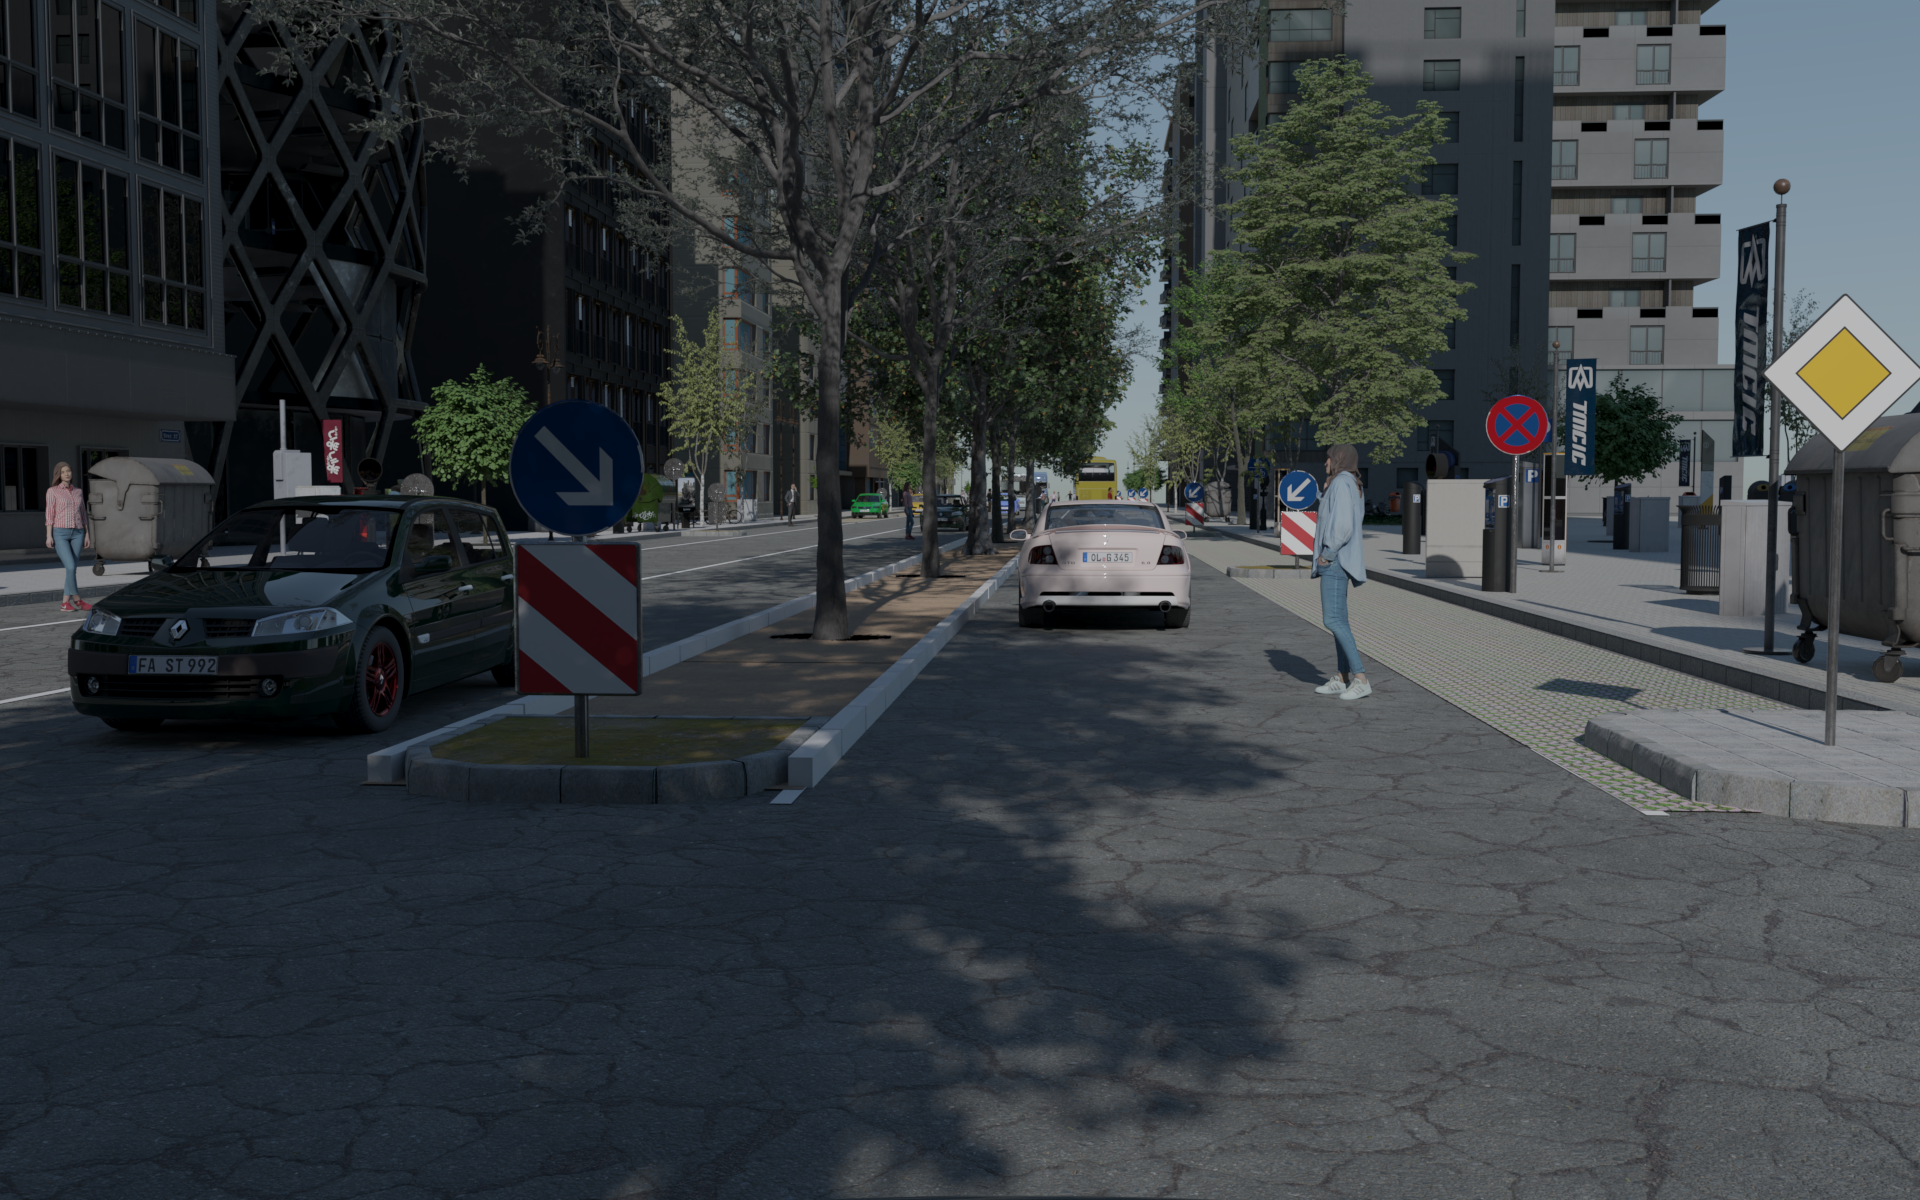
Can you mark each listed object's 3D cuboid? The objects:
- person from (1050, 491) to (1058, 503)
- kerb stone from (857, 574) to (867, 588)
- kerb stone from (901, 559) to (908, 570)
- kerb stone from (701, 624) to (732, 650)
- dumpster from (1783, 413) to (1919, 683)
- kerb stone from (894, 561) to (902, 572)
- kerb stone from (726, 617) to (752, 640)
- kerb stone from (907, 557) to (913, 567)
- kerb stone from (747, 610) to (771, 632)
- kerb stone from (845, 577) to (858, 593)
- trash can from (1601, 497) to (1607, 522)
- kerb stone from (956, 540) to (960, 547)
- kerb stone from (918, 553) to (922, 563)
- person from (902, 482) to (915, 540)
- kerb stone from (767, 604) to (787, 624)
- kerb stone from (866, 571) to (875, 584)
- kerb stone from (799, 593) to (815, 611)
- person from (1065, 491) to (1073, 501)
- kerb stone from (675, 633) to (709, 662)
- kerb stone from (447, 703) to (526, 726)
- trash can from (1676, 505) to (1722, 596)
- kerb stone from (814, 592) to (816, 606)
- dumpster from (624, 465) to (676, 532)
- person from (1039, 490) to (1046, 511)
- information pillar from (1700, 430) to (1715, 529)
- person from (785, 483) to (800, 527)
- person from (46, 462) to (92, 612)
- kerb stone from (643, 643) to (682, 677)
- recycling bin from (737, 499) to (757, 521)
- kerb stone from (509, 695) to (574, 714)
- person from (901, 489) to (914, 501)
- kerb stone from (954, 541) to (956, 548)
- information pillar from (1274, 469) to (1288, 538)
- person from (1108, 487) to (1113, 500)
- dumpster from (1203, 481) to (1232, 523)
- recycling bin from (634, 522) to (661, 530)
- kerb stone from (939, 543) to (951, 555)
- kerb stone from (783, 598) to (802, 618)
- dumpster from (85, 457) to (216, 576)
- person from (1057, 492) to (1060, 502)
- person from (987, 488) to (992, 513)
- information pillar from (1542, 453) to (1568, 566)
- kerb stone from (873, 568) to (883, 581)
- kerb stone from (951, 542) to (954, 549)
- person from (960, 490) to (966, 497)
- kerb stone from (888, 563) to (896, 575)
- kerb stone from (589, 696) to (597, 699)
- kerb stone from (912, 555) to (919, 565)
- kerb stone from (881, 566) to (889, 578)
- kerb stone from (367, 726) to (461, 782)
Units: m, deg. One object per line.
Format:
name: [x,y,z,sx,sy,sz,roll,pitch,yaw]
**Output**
person: [9.324,-9.954,172.183,0.756,1.711,0.436,1,4,19]
kerb stone: [-1.575,-0.258,26.420,0.120,0.150,1.000,0,4,4]
kerb stone: [-1.128,-0.627,32.555,0.120,0.150,1.000,0,4,4]
kerb stone: [-2.323,0.366,16.212,0.120,0.150,1.000,0,4,4]
dumpster: [6.860,-0.404,12.361,1.264,1.857,1.865,0,4,4]
kerb stone: [-1.207,-0.571,31.536,0.120,0.150,1.000,0,4,4]
kerb stone: [-2.254,0.305,17.232,0.120,0.150,1.000,0,4,4]
kerb stone: [-1.065,-0.695,33.577,0.120,0.150,1.000,0,4,4]
kerb stone: [-2.172,0.245,18.251,0.120,0.150,1.000,0,4,4]
kerb stone: [-1.656,-0.196,25.402,0.120,0.150,1.000,0,4,4]
trash can: [28.765,-3.975,76.652,0.748,1.137,0.748,0,3,0]
kerb stone: [-0.174,-1.447,45.869,0.120,0.150,1.000,0,4,4]
kerb stone: [-0.918,-0.822,35.631,0.120,0.150,1.000,0,4,4]
person: [-1.610,-2.801,54.308,0.388,1.821,0.555,0,4,3]
kerb stone: [-2.094,0.182,19.270,0.120,0.150,1.000,0,4,4]
kerb stone: [-1.509,-0.321,27.441,0.120,0.150,1.000,0,4,4]
kerb stone: [-1.952,0.054,21.310,0.120,0.150,1.000,0,4,4]
person: [12.932,-11.895,202.993,1.348,1.822,0.705,-1,4,-10]
kerb stone: [-2.395,0.431,15.193,0.120,0.150,1.000,0,4,4]
kerb stone: [-2.762,0.747,10.080,0.120,0.150,1.000,0,4,4]
trash can: [9.508,-0.637,22.065,0.748,1.137,0.748,0,3,0]
kerb stone: [-1.871,-0.005,22.340,0.120,0.150,1.000,0,4,4]
dumpster: [-10.558,-3.432,58.611,1.502,2.255,1.985,0,4,4]
person: [6.874,-8.269,144.404,0.721,1.736,1.217,2,4,28]
information pillar: [27.203,-4.388,63.093,0.504,3.616,0.183,-1,4,-8]
person: [-7.418,-4.216,76.793,0.474,1.900,0.648,2,4,32]
person: [-10.897,-0.772,21.129,0.388,1.821,0.555,1,4,22]
kerb stone: [-2.468,0.492,14.162,0.120,0.150,1.000,0,4,4]
recycling bin: [-10.048,-4.236,81.814,0.722,1.027,0.722,-2,4,-35]
kerb stone: [-2.684,0.679,11.101,0.120,0.150,1.000,0,4,4]
person: [-3.639,-7.204,126.375,1.348,1.812,0.705,1,4,18]
kerb stone: [-0.253,-1.384,44.840,0.120,0.150,1.000,0,4,4]
information pillar: [9.384,-2.822,50.632,0.304,2.012,0.304,-1,4,-13]
person: [8.757,-5.639,100.634,0.705,1.831,1.348,1,4,13]
dumpster: [11.664,-4.444,78.421,1.264,1.857,1.865,0,4,4]
recycling bin: [-11.104,-2.994,61.504,0.722,1.027,0.722,3,5,39]
kerb stone: [-0.393,-1.259,42.801,0.120,0.150,1.000,0,4,4]
kerb stone: [-2.019,0.117,20.290,0.120,0.150,1.000,0,4,4]
dumpster: [-12.937,-1.342,27.707,1.264,1.857,1.865,0,4,4]
person: [13.435,-13.765,234.345,0.721,1.735,1.217,0,4,-5]
person: [2.260,-7.432,129.643,0.705,1.869,1.348,-1,4,-17]
information pillar: [10.643,-1.621,30.992,0.304,2.012,0.304,-1,4,-20]
kerb stone: [-1.427,-0.384,28.477,0.120,0.150,1.000,0,4,4]
kerb stone: [-0.318,-1.318,43.821,0.120,0.150,1.000,0,4,4]
person: [0.165,-6.918,122.274,0.621,1.740,0.551,0,4,-4]
kerb stone: [-1.292,-0.505,30.518,0.120,0.150,1.000,0,4,4]
kerb stone: [-2.617,0.616,12.123,0.120,0.150,1.000,0,4,4]
kerb stone: [-0.985,-0.756,34.602,0.120,0.150,1.000,0,4,4]
kerb stone: [-1.361,-0.447,29.497,0.120,0.150,1.000,0,4,4]
kerb stone: [-2.832,0.812,9.056,0.120,0.150,1.000,0,4,4]
